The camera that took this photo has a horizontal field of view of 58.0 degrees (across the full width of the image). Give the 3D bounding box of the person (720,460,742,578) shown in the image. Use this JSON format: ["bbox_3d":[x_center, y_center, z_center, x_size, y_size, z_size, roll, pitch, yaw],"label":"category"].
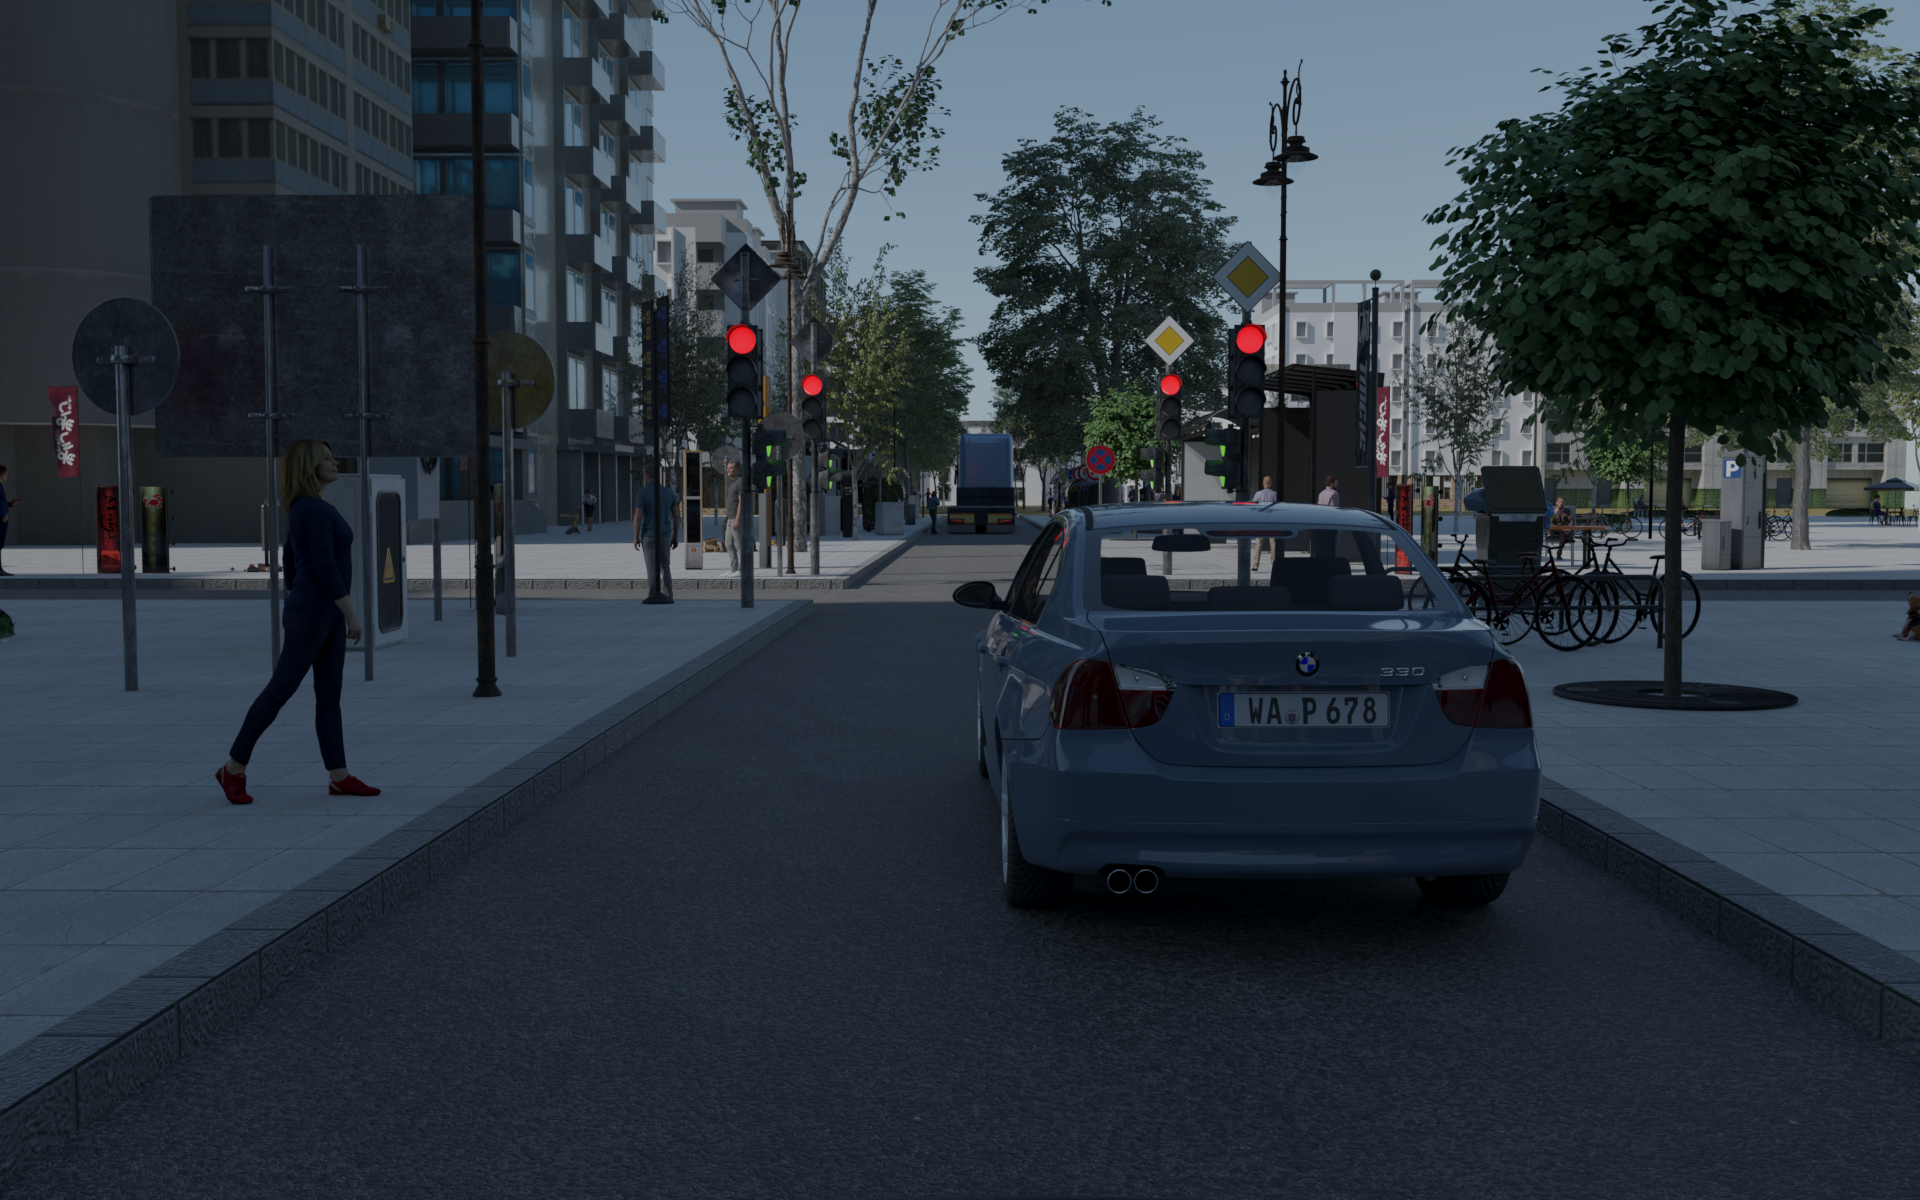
[{"bbox_3d":[-3.478,-1.254,26.668,0.434,1.807,0.598,-1,4,-9],"label":"person"}]

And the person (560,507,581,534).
[{"bbox_3d":[-12.401,-2.518,55.129,0.695,0.859,0.347,0,4,-6],"label":"person"}]

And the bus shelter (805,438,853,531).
[{"bbox_3d":[-5.015,-4.214,62.827,2.014,3.302,5.546,0,4,1],"label":"bus shelter"}]

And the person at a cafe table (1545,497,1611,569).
[{"bbox_3d":[10.510,-1.196,30.416,1.698,1.238,1.726,2,4,25],"label":"person at a cafe table"}]

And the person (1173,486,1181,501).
[{"bbox_3d":[6.464,-2.631,51.596,0.480,1.512,0.613,-1,4,-20],"label":"person"}]

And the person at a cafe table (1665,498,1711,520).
[{"bbox_3d":[36.380,-4.619,86.383,1.726,1.238,1.698,2,4,33],"label":"person at a cafe table"}]

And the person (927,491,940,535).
[{"bbox_3d":[-0.934,-3.091,61.245,0.429,1.552,0.499,-1,4,-12],"label":"person"}]

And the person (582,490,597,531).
[{"bbox_3d":[-12.817,-3.085,59.678,0.628,1.438,0.799,-2,4,-34],"label":"person"}]

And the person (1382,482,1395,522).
[{"bbox_3d":[16.225,-3.594,65.514,0.504,1.737,0.576,1,4,9],"label":"person"}]

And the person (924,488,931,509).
[{"bbox_3d":[-2.856,-9.032,153.654,0.705,1.831,1.348,-3,4,-38],"label":"person"}]

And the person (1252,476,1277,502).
[{"bbox_3d":[5.090,-1.268,28.840,0.516,1.574,0.319,1,4,10],"label":"person"}]

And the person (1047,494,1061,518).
[{"bbox_3d":[5.048,-5.143,93.317,0.628,1.438,0.799,1,4,14],"label":"person"}]

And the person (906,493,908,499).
[{"bbox_3d":[-2.743,-4.359,79.186,0.662,1.594,0.647,3,5,42],"label":"person"}]

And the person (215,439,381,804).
[{"bbox_3d":[-2.778,0.082,7.247,0.613,1.512,0.480,-3,4,-36],"label":"person"}]

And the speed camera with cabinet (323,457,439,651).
[{"bbox_3d":[-5.069,-1.265,15.017,0.660,3.252,2.038,0,4,-1],"label":"speed camera with cabinet"}]

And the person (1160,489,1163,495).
[{"bbox_3d":[15.139,-7.642,131.712,1.217,1.735,0.721,-3,5,-42],"label":"person"}]

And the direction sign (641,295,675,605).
[{"bbox_3d":[-3.537,-1.724,20.186,0.379,3.537,0.876,-2,4,-29],"label":"direction sign"}]

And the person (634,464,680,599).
[{"bbox_3d":[-3.806,-0.799,21.692,0.598,1.807,0.434,-2,4,-24],"label":"person"}]

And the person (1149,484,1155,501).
[{"bbox_3d":[7.395,-3.708,66.799,0.434,1.807,0.598,1,4,20],"label":"person"}]

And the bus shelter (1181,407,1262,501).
[{"bbox_3d":[6.432,-2.940,41.996,2.014,3.302,5.546,0,4,1],"label":"bus shelter"}]

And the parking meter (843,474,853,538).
[{"bbox_3d":[-3.322,-2.779,51.143,0.255,1.863,0.399,-1,4,-11],"label":"parking meter"}]

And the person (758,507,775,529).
[{"bbox_3d":[-6.628,-3.311,60.734,0.990,1.755,0.434,-2,4,-34],"label":"person"}]

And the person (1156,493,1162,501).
[{"bbox_3d":[14.533,-7.335,125.845,0.599,1.838,0.709,2,4,28],"label":"person"}]

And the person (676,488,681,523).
[{"bbox_3d":[-12.051,-3.982,73.615,0.387,1.526,0.523,-1,4,-11],"label":"person"}]

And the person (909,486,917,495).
[{"bbox_3d":[-2.743,-5.766,101.135,0.431,1.722,0.655,-2,4,-29],"label":"person"}]

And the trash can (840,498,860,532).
[{"bbox_3d":[-3.728,-2.833,57.969,0.748,1.137,0.748,0,3,0],"label":"trash can"}]

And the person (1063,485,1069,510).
[{"bbox_3d":[5.164,-4.659,83.138,0.530,1.710,0.541,-1,4,-19],"label":"person"}]

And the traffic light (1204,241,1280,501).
[{"bbox_3d":[3.179,-1.864,19.398,0.839,4.253,0.868,0,4,1],"label":"traffic light"}]

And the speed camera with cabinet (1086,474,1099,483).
[{"bbox_3d":[5.391,-4.670,70.691,0.660,3.252,2.038,0,4,2],"label":"speed camera with cabinet"}]

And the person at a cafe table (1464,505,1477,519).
[{"bbox_3d":[27.379,-4.914,91.210,1.698,1.238,1.726,-3,5,-41],"label":"person at a cafe table"}]

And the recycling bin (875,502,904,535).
[{"bbox_3d":[-2.205,-2.549,54.226,0.722,1.027,0.722,-1,4,-22],"label":"recycling bin"}]

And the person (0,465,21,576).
[{"bbox_3d":[-15.034,-1.251,27.208,0.504,1.737,0.576,-3,5,-45],"label":"person"}]

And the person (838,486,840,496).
[{"bbox_3d":[-7.711,-6.269,108.522,0.705,1.826,1.348,0,4,5],"label":"person"}]

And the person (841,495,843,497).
[{"bbox_3d":[-8.796,-7.667,132.077,0.721,1.739,1.217,-3,5,-40],"label":"person"}]

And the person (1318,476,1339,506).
[{"bbox_3d":[6.195,-1.275,28.846,0.435,1.587,0.963,-2,4,-25],"label":"person"}]

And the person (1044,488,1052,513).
[{"bbox_3d":[6.338,-6.912,119.737,1.217,1.739,0.721,-2,4,-28],"label":"person"}]

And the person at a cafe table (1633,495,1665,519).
[{"bbox_3d":[35.426,-4.772,88.876,1.698,1.238,1.726,-3,5,-39],"label":"person at a cafe table"}]

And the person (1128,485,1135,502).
[{"bbox_3d":[9.314,-5.297,93.095,0.683,1.767,0.568,2,4,27],"label":"person"}]

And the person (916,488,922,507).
[{"bbox_3d":[-3.955,-10.020,169.738,0.599,1.838,0.709,2,4,29],"label":"person"}]

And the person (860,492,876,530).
[{"bbox_3d":[-3.270,-3.297,61.825,0.647,1.594,0.662,2,4,35],"label":"person"}]

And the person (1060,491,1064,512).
[{"bbox_3d":[5.615,-5.334,96.483,0.421,1.427,0.697,-3,4,-38],"label":"person"}]

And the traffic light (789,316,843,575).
[{"bbox_3d":[-2.287,-2.356,27.433,0.839,4.253,0.868,0,4,1],"label":"traffic light"}]

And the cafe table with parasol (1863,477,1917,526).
[{"bbox_3d":[38.193,-4.028,70.719,2.610,1.966,2.610,1,4,10],"label":"cafe table with parasol"}]

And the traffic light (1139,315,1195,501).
[{"bbox_3d":[3.274,-2.352,27.383,0.839,4.253,0.868,0,4,1],"label":"traffic light"}]

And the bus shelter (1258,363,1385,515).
[{"bbox_3d":[6.880,-2.628,34.254,1.731,3.624,6.357,0,4,1],"label":"bus shelter"}]

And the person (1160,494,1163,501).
[{"bbox_3d":[9.365,-4.262,79.643,0.435,1.345,0.340,1,4,14],"label":"person"}]

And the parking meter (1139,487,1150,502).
[{"bbox_3d":[6.307,-3.115,59.349,0.372,1.533,0.369,0,3,0],"label":"parking meter"}]
